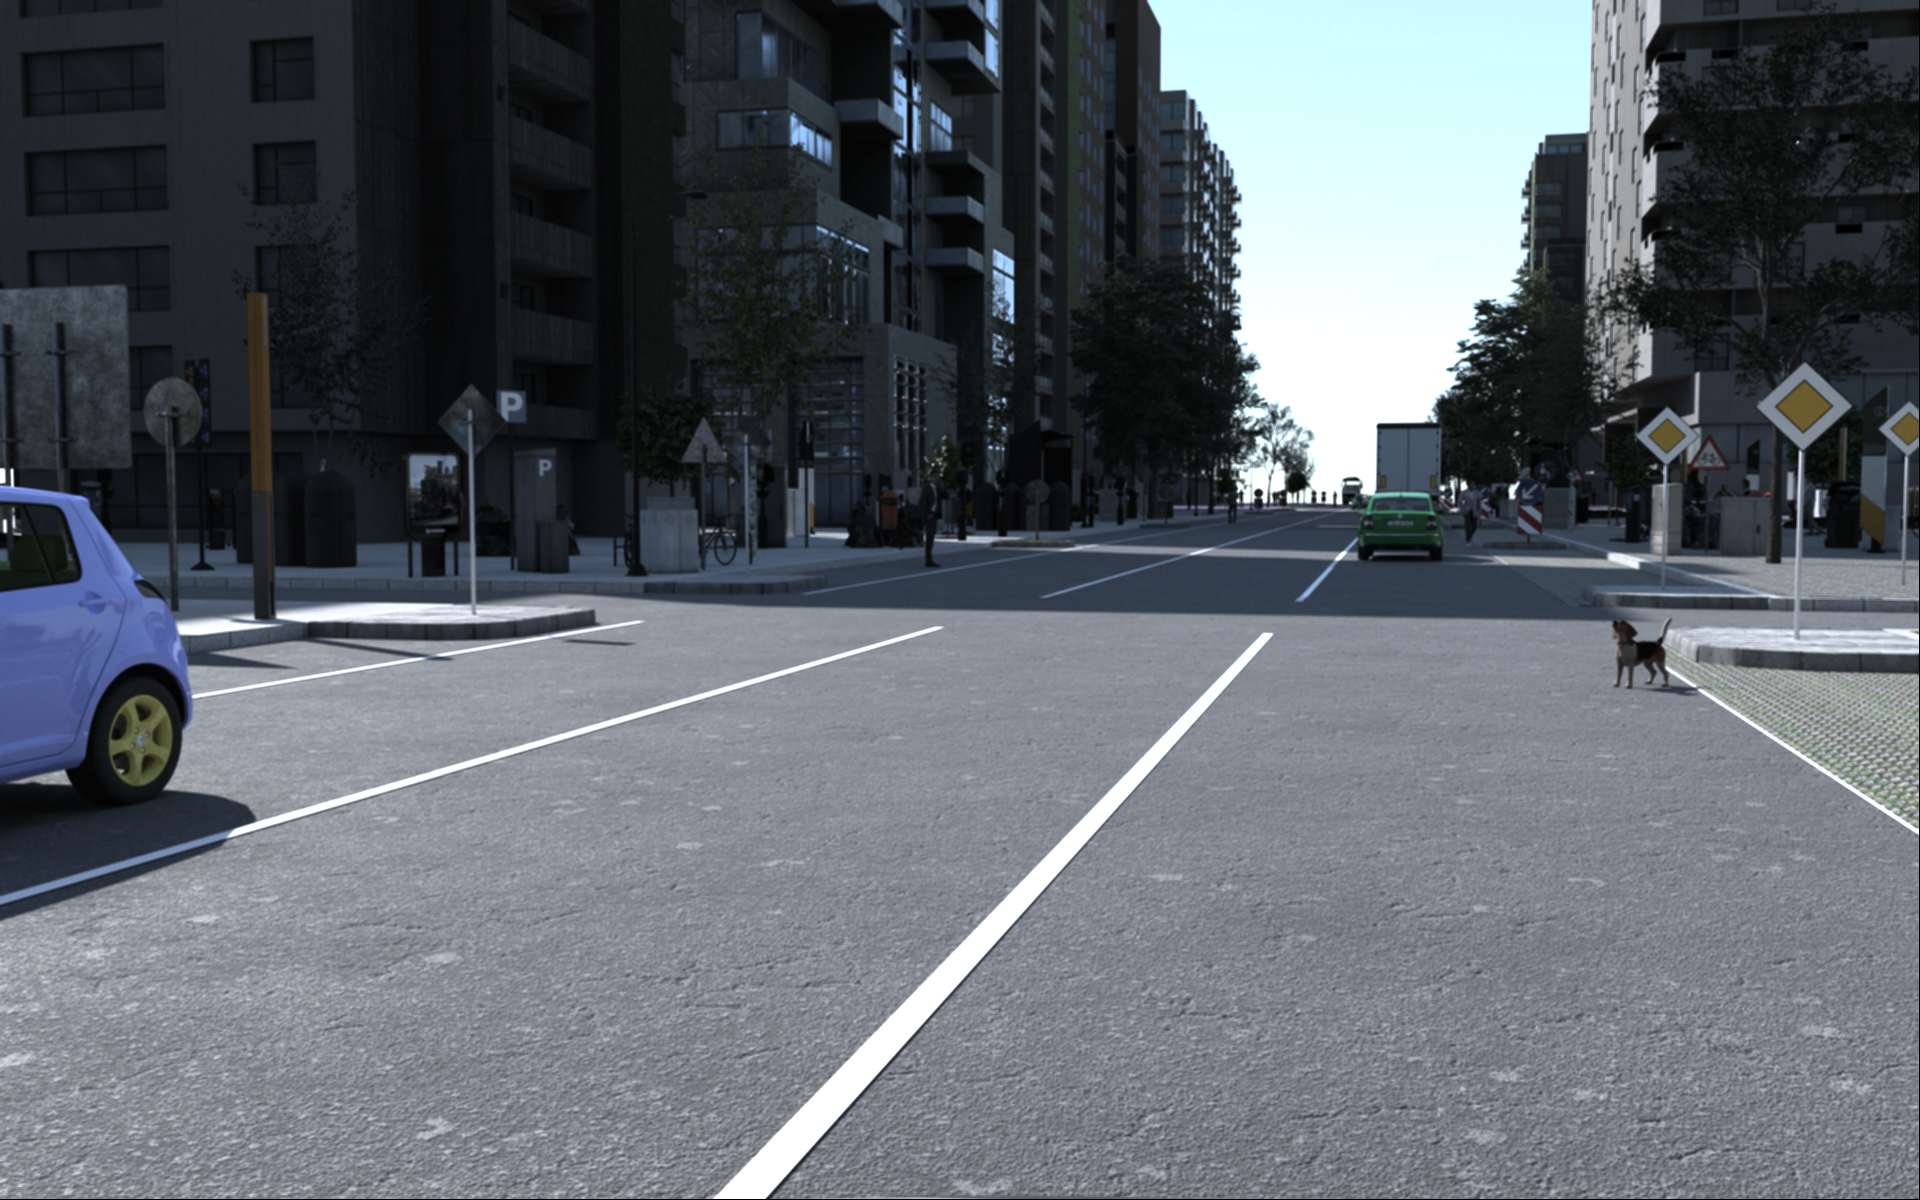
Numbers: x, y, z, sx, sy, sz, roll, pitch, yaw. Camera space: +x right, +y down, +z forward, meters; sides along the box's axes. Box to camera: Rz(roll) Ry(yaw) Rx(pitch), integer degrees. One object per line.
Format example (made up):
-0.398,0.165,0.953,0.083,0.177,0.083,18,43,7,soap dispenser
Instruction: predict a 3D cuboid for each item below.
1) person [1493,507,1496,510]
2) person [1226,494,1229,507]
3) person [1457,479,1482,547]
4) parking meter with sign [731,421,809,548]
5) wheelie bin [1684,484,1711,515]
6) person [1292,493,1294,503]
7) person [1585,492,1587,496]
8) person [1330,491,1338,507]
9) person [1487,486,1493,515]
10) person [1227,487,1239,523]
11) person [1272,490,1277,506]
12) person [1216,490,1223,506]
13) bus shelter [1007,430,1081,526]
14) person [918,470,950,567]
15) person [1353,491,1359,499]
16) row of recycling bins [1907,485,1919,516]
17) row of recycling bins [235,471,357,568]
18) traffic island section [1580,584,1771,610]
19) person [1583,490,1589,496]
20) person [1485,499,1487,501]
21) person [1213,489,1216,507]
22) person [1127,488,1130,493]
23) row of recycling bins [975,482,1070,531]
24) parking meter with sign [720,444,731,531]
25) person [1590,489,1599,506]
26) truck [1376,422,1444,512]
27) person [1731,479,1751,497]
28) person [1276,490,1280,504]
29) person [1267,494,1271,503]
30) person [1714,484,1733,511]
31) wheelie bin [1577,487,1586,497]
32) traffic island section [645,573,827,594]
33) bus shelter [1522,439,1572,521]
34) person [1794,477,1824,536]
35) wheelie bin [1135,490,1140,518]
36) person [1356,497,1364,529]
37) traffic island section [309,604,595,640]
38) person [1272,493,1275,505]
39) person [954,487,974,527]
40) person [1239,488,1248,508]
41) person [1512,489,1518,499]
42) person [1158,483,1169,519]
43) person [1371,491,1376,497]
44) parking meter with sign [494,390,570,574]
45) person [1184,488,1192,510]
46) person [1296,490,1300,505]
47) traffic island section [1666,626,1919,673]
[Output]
43.028,-8.159,139.397,1.348,1.831,0.705,-2,4,-33,person
26.533,-9.962,172.108,0.799,1.438,0.628,2,4,35,person
13.849,-2.373,47.147,0.661,1.843,0.795,0,4,-3,person
-4.494,-2.760,41.387,1.738,3.016,0.543,0,4,2,parking meter with sign
23.838,-2.958,56.266,0.980,1.594,0.693,0,4,3,wheelie bin
47.485,-14.725,247.317,0.721,1.766,1.217,0,4,1,person
36.158,-5.602,100.872,0.697,1.427,0.421,2,4,24,person
40.923,-11.051,189.190,1.348,1.822,0.705,-3,5,-41,person
33.213,-6.265,108.481,1.348,1.824,0.705,1,4,9,person
13.617,-4.750,86.346,0.592,1.802,0.473,1,4,9,person
33.680,-10.907,185.294,0.541,1.710,0.530,3,5,43,person
28.056,-11.084,188.046,1.217,1.735,0.721,-1,4,-16,person
3.249,-4.597,66.445,1.731,3.624,6.357,1,4,14,bus shelter
-0.500,-1.608,34.152,0.474,1.900,0.648,2,4,25,person
41.950,-10.615,182.603,0.990,1.755,0.434,1,4,21,person
45.149,-4.552,81.534,1.069,1.692,3.534,1,4,22,row of recycling bins
-12.060,-1.480,31.308,3.534,1.692,1.069,3,5,44,row of recycling bins
9.391,-0.045,23.023,2.009,0.180,2.903,1,4,14,traffic island section
64.943,-10.621,180.381,1.217,1.739,0.721,0,4,6,person
72.076,-14.140,237.231,1.348,1.824,0.705,0,4,4,person
25.647,-10.346,175.183,0.705,1.826,1.348,-1,4,-15,person
12.207,-7.228,124.736,1.217,1.766,0.721,1,4,19,person
2.181,-3.272,60.613,3.534,1.692,1.069,1,4,22,row of recycling bins
-7.977,-3.972,61.204,0.543,3.016,1.738,0,4,6,parking meter with sign
67.824,-10.985,185.282,1.348,1.869,0.705,-2,4,-27,person
19.040,-5.165,73.363,2.839,4.237,11.283,1,4,15,truck
25.976,-3.135,57.655,0.532,1.782,0.716,-1,4,-11,person
42.037,-13.631,228.850,1.348,1.831,0.705,0,4,-6,person
44.700,-14.893,250.346,0.445,1.727,0.742,3,5,41,person
42.364,-5.499,96.052,1.348,1.812,0.705,-1,4,-14,person
28.861,-4.469,80.977,0.693,1.594,0.980,-2,4,-33,wheelie bin
-3.250,-0.241,26.221,2.009,0.180,2.903,1,4,14,traffic island section
25.833,-5.199,76.281,1.731,3.624,6.357,1,4,14,bus shelter
26.200,-2.891,53.429,0.853,1.813,0.709,2,4,25,person
9.089,-5.108,91.425,0.693,1.594,0.980,1,4,18,wheelie bin
16.301,-3.519,70.306,0.394,1.301,0.425,2,4,25,person
-5.213,0.232,18.480,2.009,0.180,2.903,1,4,14,traffic island section
36.033,-11.582,198.643,0.697,1.427,0.421,-2,4,-35,person
0.167,-3.706,66.594,0.822,1.834,0.622,0,4,-6,person
26.382,-9.558,162.327,1.348,1.822,0.705,-1,4,-13,person
46.474,-8.420,144.431,1.217,1.743,0.721,-1,4,-22,person
10.335,-5.013,87.878,0.514,1.842,0.818,-1,4,-10,person
49.928,-12.211,208.241,1.348,1.812,0.705,1,4,20,person
-7.013,-1.975,28.555,0.543,3.016,1.738,-3,5,-41,parking meter with sign
18.606,-8.231,141.306,0.721,1.739,1.217,-1,4,-23,person
40.948,-12.467,209.888,0.705,1.824,1.348,1,4,17,person
7.429,0.428,15.282,2.009,0.180,2.903,1,4,14,traffic island section
